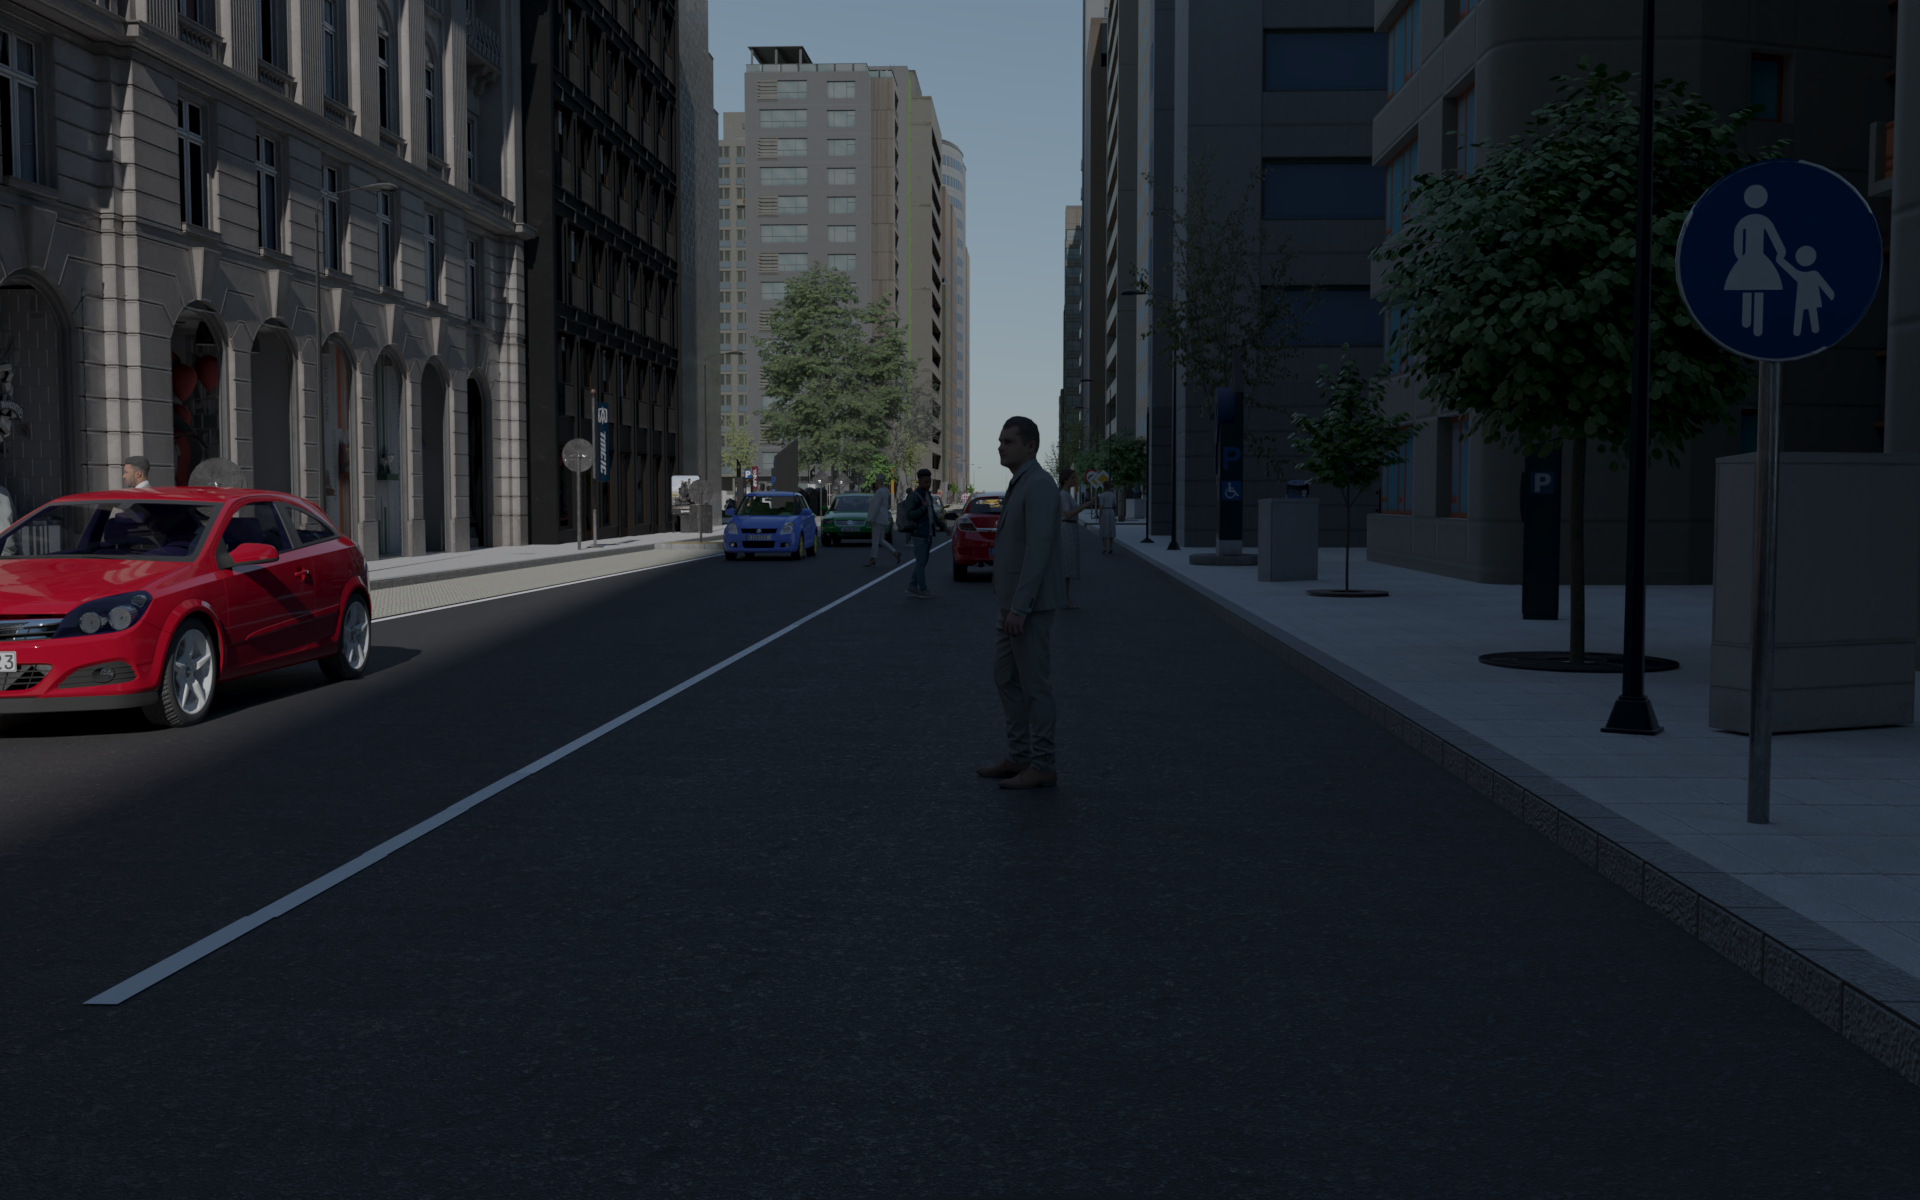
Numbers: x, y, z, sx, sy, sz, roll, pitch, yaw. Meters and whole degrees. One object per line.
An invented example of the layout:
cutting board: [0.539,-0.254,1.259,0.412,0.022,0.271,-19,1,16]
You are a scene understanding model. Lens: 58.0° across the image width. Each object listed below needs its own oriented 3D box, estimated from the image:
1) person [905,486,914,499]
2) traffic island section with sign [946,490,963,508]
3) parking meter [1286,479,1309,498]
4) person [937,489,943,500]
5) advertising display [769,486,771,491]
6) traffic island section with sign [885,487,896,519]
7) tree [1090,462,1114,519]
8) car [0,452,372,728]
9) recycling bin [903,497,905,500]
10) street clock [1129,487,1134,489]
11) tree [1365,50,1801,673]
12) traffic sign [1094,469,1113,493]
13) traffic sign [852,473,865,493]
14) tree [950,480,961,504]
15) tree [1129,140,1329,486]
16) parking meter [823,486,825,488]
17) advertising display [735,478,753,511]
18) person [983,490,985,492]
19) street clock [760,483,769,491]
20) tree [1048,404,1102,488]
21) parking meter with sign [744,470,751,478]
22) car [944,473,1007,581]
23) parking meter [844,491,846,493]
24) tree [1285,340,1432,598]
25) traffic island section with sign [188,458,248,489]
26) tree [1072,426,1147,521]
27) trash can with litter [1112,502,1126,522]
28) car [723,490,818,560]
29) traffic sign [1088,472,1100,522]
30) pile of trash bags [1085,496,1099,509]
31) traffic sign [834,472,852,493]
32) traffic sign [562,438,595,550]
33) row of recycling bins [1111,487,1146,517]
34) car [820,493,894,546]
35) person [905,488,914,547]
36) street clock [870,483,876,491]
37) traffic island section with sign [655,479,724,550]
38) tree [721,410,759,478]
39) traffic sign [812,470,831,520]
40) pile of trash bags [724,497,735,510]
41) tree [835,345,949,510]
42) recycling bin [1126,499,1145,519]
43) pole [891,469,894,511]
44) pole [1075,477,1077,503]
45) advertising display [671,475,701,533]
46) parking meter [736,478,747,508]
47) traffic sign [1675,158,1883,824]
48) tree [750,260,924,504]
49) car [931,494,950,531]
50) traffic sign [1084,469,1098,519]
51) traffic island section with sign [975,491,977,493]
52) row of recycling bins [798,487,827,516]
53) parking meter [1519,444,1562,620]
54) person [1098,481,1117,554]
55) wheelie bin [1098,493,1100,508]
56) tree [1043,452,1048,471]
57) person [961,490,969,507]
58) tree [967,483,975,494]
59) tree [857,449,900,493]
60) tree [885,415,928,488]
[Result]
person: [-2.541,-4.949,89.264,0.661,1.843,0.795,-2,4,-31]
traffic island section with sign: [-1.026,-10.355,177.924,1.989,1.847,2.006,0,4,2]
parking meter: [5.548,-1.228,28.486,0.372,1.533,0.369,0,3,0]
person: [-1.703,-8.475,147.042,0.580,1.828,0.573,1,4,16]
advertising display: [-15.085,-8.222,139.636,0.123,1.923,0.974,2,4,31]
traffic island section with sign: [-4.369,-5.672,101.369,1.989,1.847,2.006,0,4,2]
tree: [7.421,-5.803,89.473,1.663,3.219,1.824,0,3,0]
car: [-5.581,-0.180,11.978,2.155,1.783,4.494,0,4,1]
recycling bin: [-4.615,-8.608,153.293,0.722,1.027,0.722,-2,4,-31]
street clock: [12.508,-7.469,126.688,0.471,2.002,0.358,0,4,-2]
tree: [4.753,-1.789,12.967,4.285,4.588,4.351,0,3,0]
traffic sign: [5.807,-4.076,70.282,0.795,2.450,0.064,0,4,2]
traffic sign: [-5.997,-6.245,102.207,0.768,2.556,0.104,0,4,5]
tree: [-0.935,-14.463,231.064,1.663,3.219,1.824,0,3,0]
tree: [5.497,-5.248,36.170,4.360,8.622,3.978,0,3,0]
parking meter: [-8.879,-6.467,111.439,0.399,1.863,0.255,0,4,2]
advertising display: [-8.589,-3.896,68.905,0.974,1.923,0.123,3,5,42]
person: [2.449,-10.447,179.322,0.705,1.822,1.348,2,4,29]
street clock: [-13.070,-6.734,114.663,0.358,2.002,0.471,0,4,7]
tree: [9.837,-11.671,141.177,4.737,8.622,4.395,0,3,0]
parking meter with sign: [-16.117,-8.083,128.410,0.543,3.016,1.738,-2,4,-35]
car: [0.783,-1.285,30.056,2.155,1.783,4.494,0,4,1]
parking meter: [-8.206,-7.140,125.143,0.372,1.533,0.369,0,3,0]
tree: [4.867,-1.675,21.982,1.663,3.219,1.824,0,3,0]
traffic island section with sign: [-8.012,-0.582,18.149,1.989,1.847,2.006,0,4,2]
tree: [7.968,-6.133,83.983,4.285,4.588,4.351,0,3,0]
trash can with litter: [7.146,-4.205,80.135,1.055,1.170,0.624,-2,4,-29]
car: [-4.216,-1.785,38.772,1.945,1.707,3.694,0,4,3]
traffic sign: [6.156,-4.564,78.260,0.795,2.450,0.064,0,4,2]
pile of trash bags: [10.601,-8.498,148.694,1.912,1.369,3.447,-1,4,-21]
traffic sign: [-5.326,-4.596,78.780,0.795,2.450,0.064,0,4,2]
traffic sign: [-8.735,-2.420,39.668,0.768,2.556,0.104,0,4,3]
row of recycling bins: [11.277,-6.121,107.190,3.534,1.692,1.069,0,4,3]
car: [-2.898,-2.473,49.232,1.959,1.807,4.718,0,4,2]
person: [-1.378,-2.244,46.997,0.330,1.601,0.589,0,4,7]
street clock: [-5.614,-6.650,113.296,0.471,2.002,0.358,3,5,45]
traffic island section with sign: [-6.821,-2.245,45.329,1.989,1.847,2.006,0,4,2]
tree: [-19.258,-12.250,150.646,4.737,8.622,4.395,0,3,0]
traffic sign: [-5.675,-4.108,70.803,0.795,2.450,0.064,0,4,2]
pile of trash bags: [-11.494,-5.266,95.846,3.447,1.369,1.912,0,4,4]
tree: [-5.479,-13.976,138.880,12.009,13.543,11.850,0,3,0]
recycling bin: [9.119,-4.738,90.016,0.722,1.027,0.722,-2,4,-33]
pole: [-5.053,-8.304,129.612,0.158,3.312,0.155,0,3,0]
pole: [7.950,-7.642,118.788,0.158,3.312,0.155,0,3,0]
advertising display: [-9.043,-3.177,57.151,0.974,1.923,0.123,0,4,-4]
parking meter: [-7.869,-3.470,62.453,0.255,1.863,0.399,1,4,17]
traffic sign: [3.119,-0.403,6.689,0.768,2.556,0.104,0,4,3]
tree: [-6.765,-11.464,94.097,9.857,13.997,8.962,0,3,0]
car: [-1.387,-3.527,67.885,2.015,1.641,3.980,0,4,1]
traffic sign: [6.698,-5.376,88.003,0.768,2.556,0.104,0,4,4]
traffic island section with sign: [3.794,-17.100,288.206,1.989,1.847,2.006,0,4,2]
row of recycling bins: [-9.158,-5.780,101.615,1.069,1.692,3.534,3,5,42]
parking meter: [5.924,-0.734,17.704,0.399,1.863,0.255,1,4,17]
person: [3.536,-2.002,41.796,0.480,1.755,0.524,-1,4,-22]
wheelie bin: [9.844,-6.772,118.634,0.693,1.594,0.980,2,4,30]
tree: [13.500,-17.569,237.614,4.737,8.622,4.395,0,3,0]
person: [0.360,-6.204,110.771,0.563,1.720,0.643,0,4,7]
tree: [1.740,-17.986,288.664,1.663,3.219,1.824,0,3,0]
tree: [-5.854,-8.191,117.633,4.285,4.588,4.351,0,3,0]
tree: [-4.611,-12.318,151.753,4.737,8.622,4.395,0,3,0]
